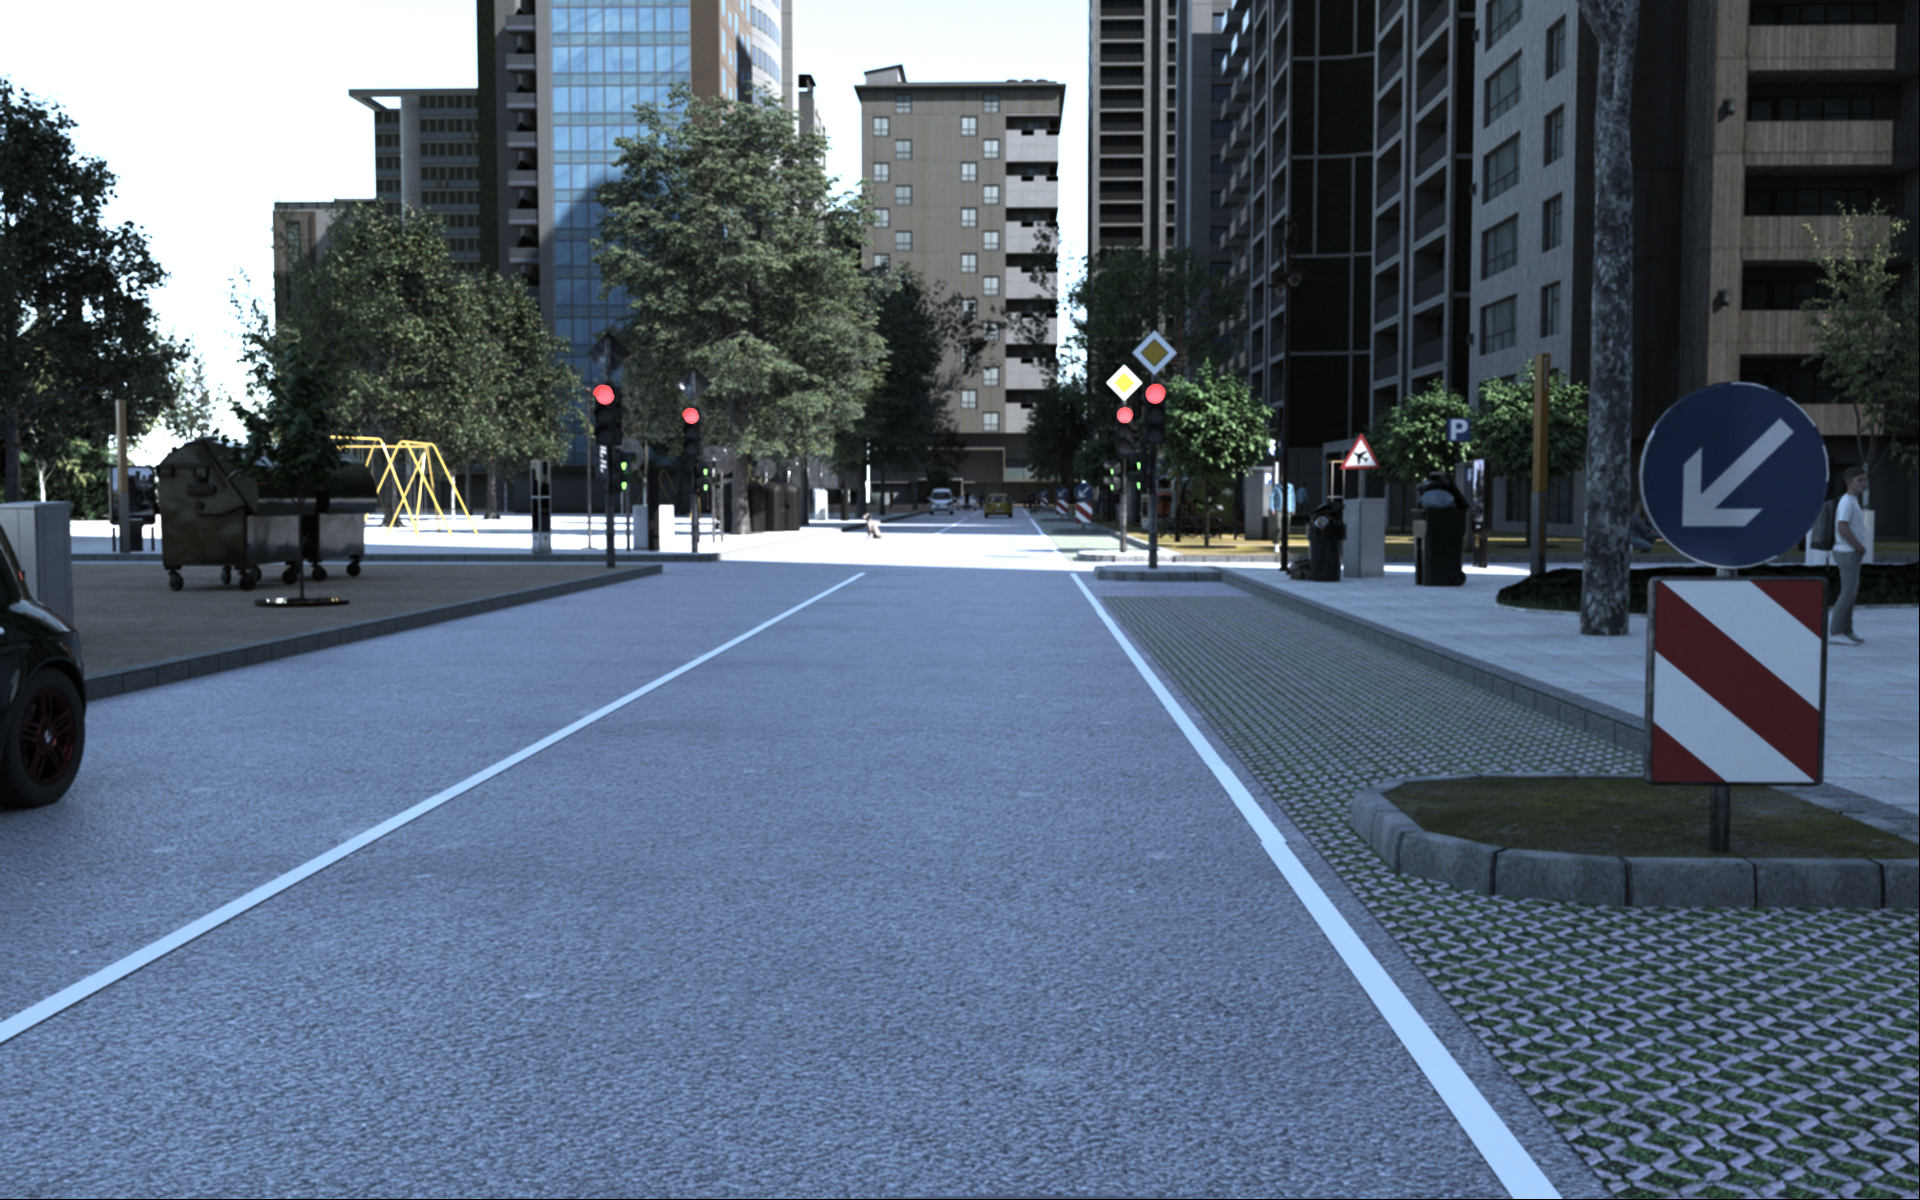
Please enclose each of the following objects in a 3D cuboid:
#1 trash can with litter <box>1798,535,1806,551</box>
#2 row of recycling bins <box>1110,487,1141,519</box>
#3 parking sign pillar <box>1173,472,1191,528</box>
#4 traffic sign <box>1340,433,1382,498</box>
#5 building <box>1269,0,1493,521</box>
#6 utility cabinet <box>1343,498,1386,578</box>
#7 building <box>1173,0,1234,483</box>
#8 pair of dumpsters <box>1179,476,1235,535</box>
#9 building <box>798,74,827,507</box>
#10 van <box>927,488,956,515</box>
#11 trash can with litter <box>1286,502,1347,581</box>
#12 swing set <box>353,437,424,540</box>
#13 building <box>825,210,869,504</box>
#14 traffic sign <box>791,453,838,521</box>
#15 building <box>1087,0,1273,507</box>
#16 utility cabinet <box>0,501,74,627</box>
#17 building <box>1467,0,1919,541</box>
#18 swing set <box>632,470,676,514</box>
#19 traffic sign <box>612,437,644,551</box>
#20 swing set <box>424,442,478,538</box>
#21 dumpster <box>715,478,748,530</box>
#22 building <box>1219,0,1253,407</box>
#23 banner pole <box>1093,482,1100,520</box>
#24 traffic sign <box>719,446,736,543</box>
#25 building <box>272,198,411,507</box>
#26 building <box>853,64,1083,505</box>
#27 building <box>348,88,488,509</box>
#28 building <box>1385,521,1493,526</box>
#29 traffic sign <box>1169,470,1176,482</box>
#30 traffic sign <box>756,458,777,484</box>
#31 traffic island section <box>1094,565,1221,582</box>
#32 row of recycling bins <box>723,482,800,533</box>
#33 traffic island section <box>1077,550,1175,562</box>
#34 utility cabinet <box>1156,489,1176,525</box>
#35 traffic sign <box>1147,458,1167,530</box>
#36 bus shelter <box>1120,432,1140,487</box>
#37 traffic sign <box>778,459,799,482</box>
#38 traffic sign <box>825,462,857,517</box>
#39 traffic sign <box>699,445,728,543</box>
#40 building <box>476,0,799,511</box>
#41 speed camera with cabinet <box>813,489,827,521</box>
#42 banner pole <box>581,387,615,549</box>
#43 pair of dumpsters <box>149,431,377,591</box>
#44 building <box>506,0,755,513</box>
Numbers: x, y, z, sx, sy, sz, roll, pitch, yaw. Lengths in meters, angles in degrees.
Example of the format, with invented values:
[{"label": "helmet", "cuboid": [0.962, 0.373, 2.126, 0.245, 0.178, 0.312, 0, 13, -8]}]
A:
[{"label": "trash can with litter", "cuboid": [19.156, -1.695, 39.098, 0.624, 1.170, 1.055, 2, 4, 31]}, {"label": "row of recycling bins", "cuboid": [8.871, -5.050, 89.684, 1.069, 1.692, 3.534, 3, 5, 42]}, {"label": "parking sign pillar", "cuboid": [8.459, -4.545, 62.783, 1.447, 3.967, 1.447, 3, 4, 37]}, {"label": "traffic sign", "cuboid": [8.562, -2.266, 37.059, 0.884, 2.594, 0.081, 0, 4, 6]}, {"label": "building", "cuboid": [26.380, -40.457, 99.725, 20.563, 71.187, 20.611, 0, 4, 2]}, {"label": "utility cabinet", "cuboid": [6.250, -0.956, 26.798, 0.306, 1.237, 1.020, 2, 4, 35]}, {"label": "building", "cuboid": [30.704, -37.934, 162.220, 21.231, 58.520, 28.212, 0, 4, 2]}, {"label": "pair of dumpsters", "cuboid": [8.025, -3.295, 56.372, 1.574, 2.255, 4.437, 0, 4, 2]}, {"label": "building", "cuboid": [-20.424, -29.840, 171.482, 14.086, 41.232, 14.154, 0, 4, 2]}, {"label": "van", "cuboid": [-1.272, -6.940, 120.478, 2.013, 2.044, 4.112, 0, 4, 0]}, {"label": "trash can with litter", "cuboid": [5.235, -0.875, 25.698, 0.624, 1.170, 1.055, -2, 4, -28]}, {"label": "swing set", "cuboid": [-16.847, -3.024, 47.062, 2.862, 2.851, 3.119, 1, 4, 23]}, {"label": "building", "cuboid": [-24.369, -32.521, 223.593, 23.993, 40.220, 32.217, 0, 4, 2]}, {"label": "traffic sign", "cuboid": [-6.871, -5.383, 81.877, 2.265, 3.308, 0.079, 1, 4, 10]}, {"label": "building", "cuboid": [26.418, -47.509, 215.024, 20.611, 71.187, 20.563, 0, 4, 2]}, {"label": "utility cabinet", "cuboid": [-7.926, -0.222, 14.793, 1.020, 1.237, 0.306, 3, 5, 43]}, {"label": "building", "cuboid": [24.295, -17.168, 52.399, 14.107, 30.474, 14.160, 0, 4, 2]}, {"label": "swing set", "cuboid": [-19.527, -7.007, 112.180, 2.862, 2.851, 3.119, 0, 4, 4]}, {"label": "traffic sign", "cuboid": [-7.414, -2.357, 38.645, 0.768, 2.556, 0.104, 1, 4, 9]}, {"label": "swing set", "cuboid": [-16.326, -3.343, 52.272, 2.862, 2.851, 3.119, 0, 4, -1]}, {"label": "dumpster", "cuboid": [-8.248, -3.501, 62.993, 1.264, 1.857, 1.865, 0, 4, 2]}, {"label": "building", "cuboid": [31.975, -31.354, 132.244, 23.786, 49.044, 30.456, 0, 4, 2]}, {"label": "banner pole", "cuboid": [6.777, -5.916, 86.749, 0.401, 3.779, 0.863, 1, 4, 16]}, {"label": "traffic sign", "cuboid": [-6.279, -2.784, 45.624, 0.768, 2.556, 0.104, 0, 4, 6]}, {"label": "building", "cuboid": [-58.684, -24.536, 172.871, 14.107, 30.474, 14.160, 0, 4, 2]}, {"label": "building", "cuboid": [1.482, -38.645, 221.077, 27.495, 52.752, 28.713, 0, 4, 2]}, {"label": "building", "cuboid": [-39.902, -28.839, 163.405, 23.993, 40.220, 32.217, 0, 4, 2]}, {"label": "building", "cuboid": [27.418, -38.708, 71.124, 20.563, 71.187, 20.611, 0, 4, 2]}, {"label": "traffic sign", "cuboid": [9.409, -4.667, 76.042, 0.795, 2.593, 0.064, 0, 4, 5]}, {"label": "traffic sign", "cuboid": [-6.875, -3.747, 61.368, 0.768, 2.556, 0.104, 1, 4, 10]}, {"label": "traffic island section", "cuboid": [3.344, -0.461, 29.826, 2.009, 0.180, 2.903, 0, 4, 2]}, {"label": "row of recycling bins", "cuboid": [-6.731, -3.168, 58.903, 1.069, 1.692, 3.534, 3, 4, 37]}, {"label": "traffic island section", "cuboid": [3.585, -0.950, 37.808, 2.009, 0.180, 2.903, 0, 4, 2]}, {"label": "utility cabinet", "cuboid": [8.466, -3.855, 71.715, 1.173, 1.500, 0.318, 1, 4, 20]}, {"label": "traffic sign", "cuboid": [7.047, -3.769, 61.734, 0.768, 2.556, 0.104, 0, 4, 3]}, {"label": "bus shelter", "cuboid": [10.366, -7.922, 107.157, 2.179, 5.291, 8.768, 0, 4, 2]}, {"label": "traffic sign", "cuboid": [-6.152, -3.796, 62.165, 0.768, 2.556, 0.104, 1, 4, 11]}, {"label": "traffic sign", "cuboid": [-6.881, -6.319, 97.185, 2.265, 3.308, 0.079, 0, 4, 3]}, {"label": "traffic sign", "cuboid": [-6.395, -2.740, 44.909, 0.768, 2.556, 0.104, 1, 4, 8]}, {"label": "building", "cuboid": [-25.359, -36.687, 141.839, 21.231, 58.520, 28.212, 0, 4, 2]}, {"label": "speed camera with cabinet", "cuboid": [-6.854, -5.530, 84.750, 0.660, 3.252, 2.038, -1, 4, -9]}, {"label": "banner pole", "cuboid": [-8.501, -3.100, 40.704, 0.863, 3.779, 0.401, 0, 4, 6]}, {"label": "pair of dumpsters", "cuboid": [-9.912, -1.370, 24.894, 1.574, 2.255, 4.437, 0, 4, 2]}, {"label": "building", "cuboid": [-22.305, -28.752, 120.209, 14.600, 45.320, 14.200, 0, 4, 2]}]
